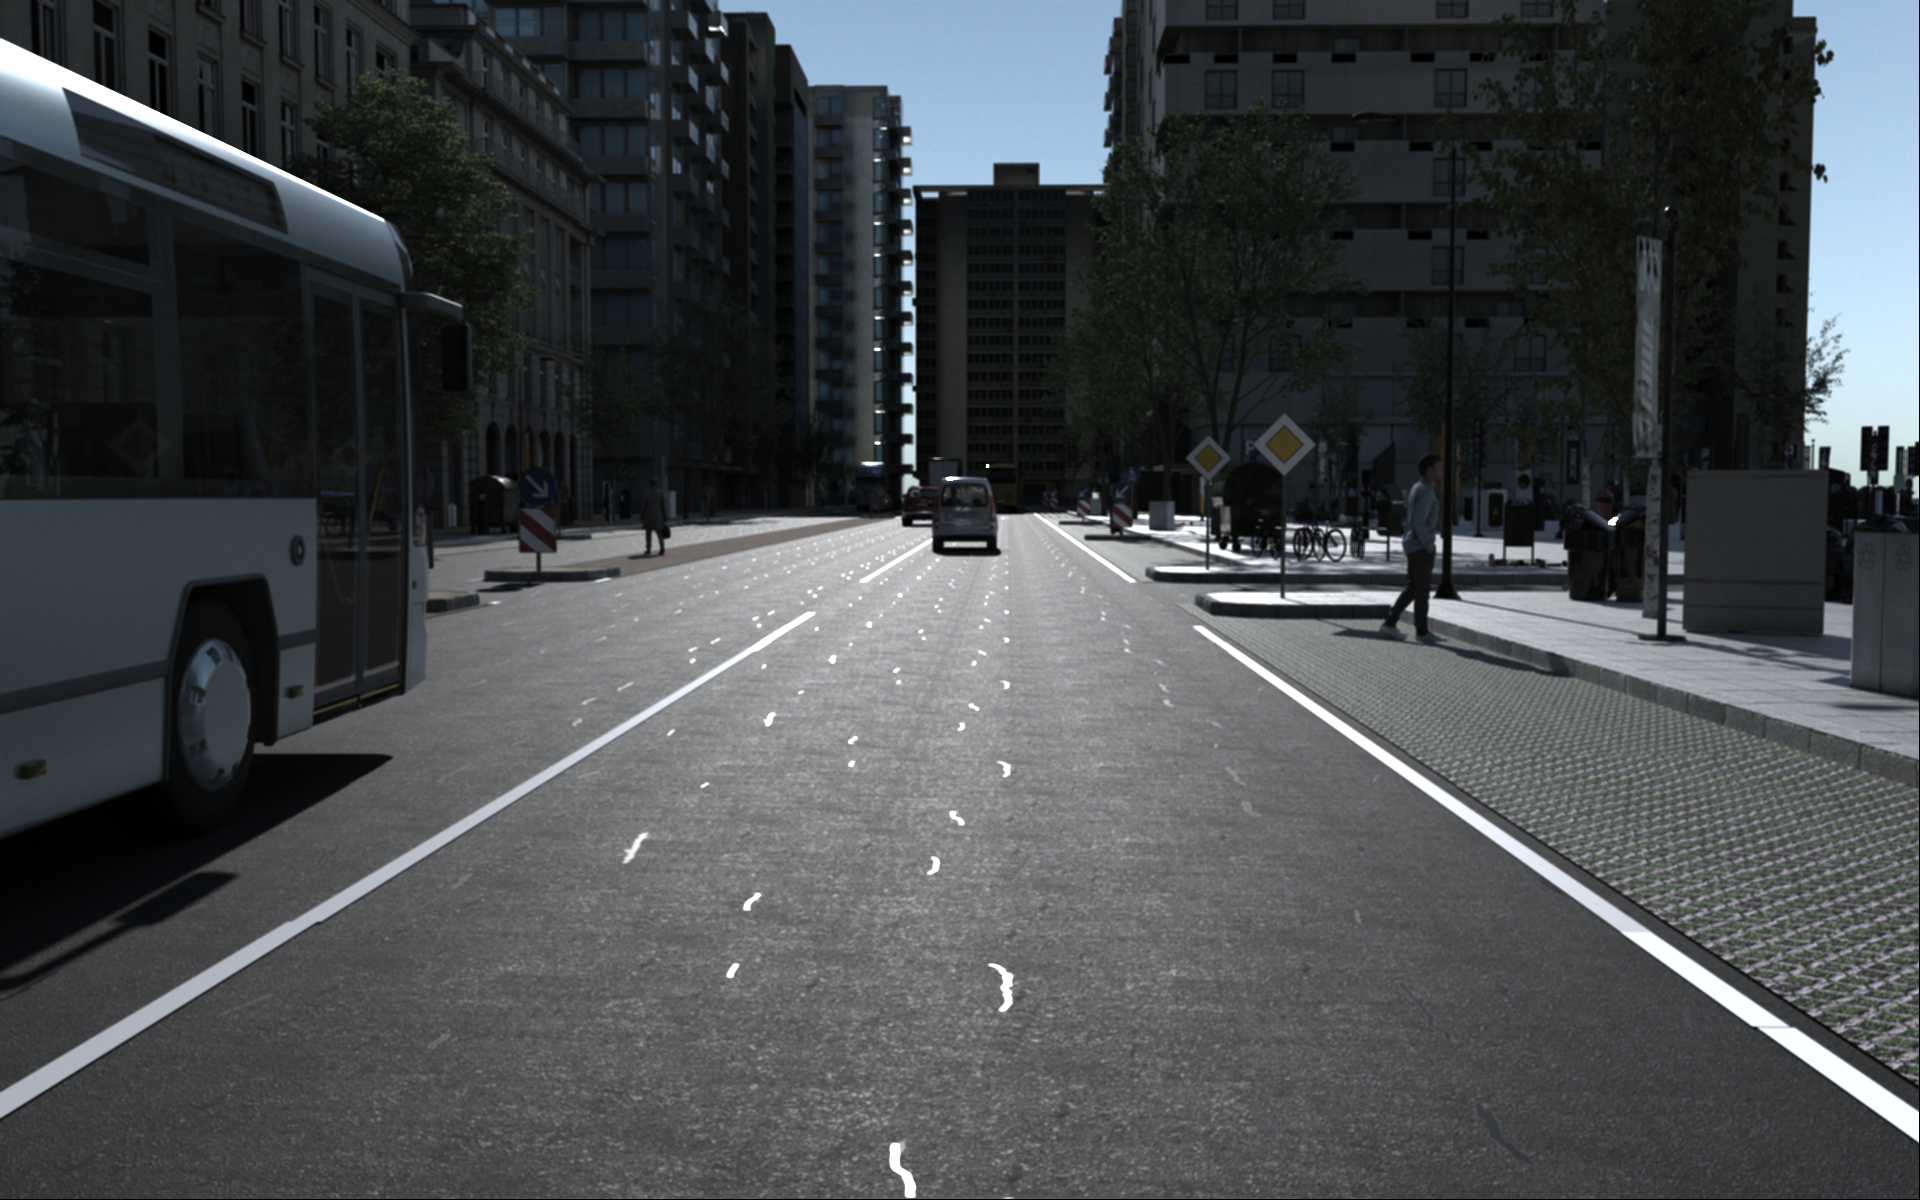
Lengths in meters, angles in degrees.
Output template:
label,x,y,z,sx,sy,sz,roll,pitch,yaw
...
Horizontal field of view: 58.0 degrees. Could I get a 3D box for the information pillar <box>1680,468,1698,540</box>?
label,x,y,z,sx,sy,sz,roll,pitch,yaw
information pillar,20.370,-2.686,48.402,0.304,2.012,0.304,-2,4,-30

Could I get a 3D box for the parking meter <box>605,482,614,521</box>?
label,x,y,z,sx,sy,sz,roll,pitch,yaw
parking meter,-16.465,-4.628,81.380,0.255,1.863,0.399,3,4,38

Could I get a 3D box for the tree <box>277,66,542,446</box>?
label,x,y,z,sx,sy,sz,roll,pitch,yaw
tree,-14.909,-7.858,46.608,7.486,12.596,7.792,0,3,0

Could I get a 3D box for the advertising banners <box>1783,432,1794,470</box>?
label,x,y,z,sx,sy,sz,roll,pitch,yaw
advertising banners,23.325,-3.195,48.433,0.090,3.025,2.074,1,4,9

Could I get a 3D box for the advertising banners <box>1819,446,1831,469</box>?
label,x,y,z,sx,sy,sz,roll,pitch,yaw
advertising banners,31.603,-4.184,64.590,0.090,3.025,2.074,-1,4,-18

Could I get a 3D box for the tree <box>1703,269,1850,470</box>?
label,x,y,z,sx,sy,sz,roll,pitch,yaw
tree,26.878,-6.538,57.258,4.360,8.622,3.978,0,3,0

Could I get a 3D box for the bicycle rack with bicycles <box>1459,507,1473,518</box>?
label,x,y,z,sx,sy,sz,roll,pitch,yaw
bicycle rack with bicycles,22.270,-4.242,82.742,2.852,0.926,2.925,-2,4,-30

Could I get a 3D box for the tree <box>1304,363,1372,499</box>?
label,x,y,z,sx,sy,sz,roll,pitch,yaw
tree,21.198,-8.989,97.325,4.737,8.622,4.395,0,3,0

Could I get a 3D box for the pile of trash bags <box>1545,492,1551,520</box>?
label,x,y,z,sx,sy,sz,roll,pitch,yaw
pile of trash bags,29.436,-4.631,85.461,1.912,1.369,3.447,0,4,7

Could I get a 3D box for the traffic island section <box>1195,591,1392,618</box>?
label,x,y,z,sx,sy,sz,roll,pitch,yaw
traffic island section,3.996,0.056,21.360,2.009,0.180,2.903,0,4,2

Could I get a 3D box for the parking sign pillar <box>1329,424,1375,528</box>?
label,x,y,z,sx,sy,sz,roll,pitch,yaw
parking sign pillar,14.760,-4.725,65.729,1.447,3.967,1.447,0,4,1

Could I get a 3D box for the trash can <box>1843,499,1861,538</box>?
label,x,y,z,sx,sy,sz,roll,pitch,yaw
trash can,25.762,-2.367,50.362,0.748,1.137,0.748,0,3,0

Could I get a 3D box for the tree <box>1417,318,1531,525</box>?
label,x,y,z,sx,sy,sz,roll,pitch,yaw
tree,21.226,-7.447,72.114,4.360,8.622,3.978,0,3,0

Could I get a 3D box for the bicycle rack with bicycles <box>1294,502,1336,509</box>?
label,x,y,z,sx,sy,sz,roll,pitch,yaw
bicycle rack with bicycles,15.067,-3.694,73.784,2.925,0.926,2.852,-3,5,-42

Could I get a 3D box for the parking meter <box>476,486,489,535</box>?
label,x,y,z,sx,sy,sz,roll,pitch,yaw
parking meter,-15.038,-2.824,54.577,0.372,1.533,0.369,0,3,0

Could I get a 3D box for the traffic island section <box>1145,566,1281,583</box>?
label,x,y,z,sx,sy,sz,roll,pitch,yaw
traffic island section,4.212,-0.432,29.342,2.009,0.180,2.903,0,4,2

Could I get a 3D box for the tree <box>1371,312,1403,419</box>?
label,x,y,z,sx,sy,sz,roll,pitch,yaw
tree,17.895,-6.972,64.360,4.737,8.622,4.395,0,3,0

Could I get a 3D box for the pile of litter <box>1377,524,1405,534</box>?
label,x,y,z,sx,sy,sz,roll,pitch,yaw
pile of litter,14.023,-2.544,55.552,1.719,0.858,1.176,-3,4,-39

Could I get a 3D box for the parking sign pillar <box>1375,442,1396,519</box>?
label,x,y,z,sx,sy,sz,roll,pitch,yaw
parking sign pillar,21.962,-6.207,89.960,1.447,3.967,1.447,-2,4,-28

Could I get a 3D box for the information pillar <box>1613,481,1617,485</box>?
label,x,y,z,sx,sy,sz,roll,pitch,yaw
information pillar,36.109,-5.582,95.749,0.304,2.012,0.304,3,4,38

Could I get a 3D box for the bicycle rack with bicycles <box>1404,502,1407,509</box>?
label,x,y,z,sx,sy,sz,roll,pitch,yaw
bicycle rack with bicycles,19.630,-3.856,76.431,2.925,0.926,2.852,-1,4,-14

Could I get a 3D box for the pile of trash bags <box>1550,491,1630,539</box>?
label,x,y,z,sx,sy,sz,roll,pitch,yaw
pile of trash bags,17.789,-2.360,48.333,1.912,1.369,3.447,1,4,11

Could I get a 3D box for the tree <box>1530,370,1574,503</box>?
label,x,y,z,sx,sy,sz,roll,pitch,yaw
tree,33.423,-9.208,100.909,4.360,8.622,3.978,0,3,0

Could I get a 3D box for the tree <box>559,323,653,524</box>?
label,x,y,z,sx,sy,sz,roll,pitch,yaw
tree,-15.088,-7.590,74.455,4.737,8.622,4.395,0,3,0

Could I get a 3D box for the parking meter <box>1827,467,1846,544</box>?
label,x,y,z,sx,sy,sz,roll,pitch,yaw
parking meter,19.035,-1.953,37.650,0.399,1.863,0.255,2,4,28

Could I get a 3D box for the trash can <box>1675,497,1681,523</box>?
label,x,y,z,sx,sy,sz,roll,pitch,yaw
trash can,31.916,-4.037,77.652,0.748,1.137,0.748,0,3,0

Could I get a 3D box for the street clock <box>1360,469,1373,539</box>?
label,x,y,z,sx,sy,sz,roll,pitch,yaw
street clock,11.555,-2.734,49.266,0.358,2.002,0.471,1,4,18

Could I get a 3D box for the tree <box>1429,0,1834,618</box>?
label,x,y,z,sx,sy,sz,roll,pitch,yaw
tree,7.163,-4.134,17.954,4.737,8.622,4.395,0,3,0

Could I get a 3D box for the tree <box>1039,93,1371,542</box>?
label,x,y,z,sx,sy,sz,roll,pitch,yaw
tree,7.037,-7.378,46.382,9.928,11.665,9.643,0,3,0

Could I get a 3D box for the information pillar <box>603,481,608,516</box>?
label,x,y,z,sx,sy,sz,roll,pitch,yaw
information pillar,-20.197,-5.784,99.054,0.304,2.012,0.304,-3,5,-43

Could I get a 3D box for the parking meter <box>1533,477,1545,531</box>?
label,x,y,z,sx,sy,sz,roll,pitch,yaw
parking meter,20.140,-3.335,60.234,0.399,1.863,0.255,-2,4,-35

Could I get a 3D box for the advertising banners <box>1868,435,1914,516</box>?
label,x,y,z,sx,sy,sz,roll,pitch,yaw
advertising banners,27.087,-3.320,50.465,0.090,3.025,2.074,0,4,-7

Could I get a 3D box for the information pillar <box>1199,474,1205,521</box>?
label,x,y,z,sx,sy,sz,roll,pitch,yaw
information pillar,11.405,-5.522,81.643,0.183,3.616,0.504,2,4,26

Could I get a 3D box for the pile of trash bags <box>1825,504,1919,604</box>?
label,x,y,z,sx,sy,sz,roll,pitch,yaw
pile of trash bags,11.877,-0.669,20.698,3.447,1.369,1.912,0,4,3

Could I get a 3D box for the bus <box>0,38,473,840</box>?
label,x,y,z,sx,sy,sz,roll,pitch,yaw
bus,-4.357,-0.585,4.417,2.948,3.499,13.247,0,3,0

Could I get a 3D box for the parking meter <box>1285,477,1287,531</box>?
label,x,y,z,sx,sy,sz,roll,pitch,yaw
parking meter,11.007,-3.287,59.453,0.399,1.863,0.255,1,4,12

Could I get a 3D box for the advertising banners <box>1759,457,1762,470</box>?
label,x,y,z,sx,sy,sz,roll,pitch,yaw
advertising banners,37.863,-5.230,81.698,0.090,3.025,2.074,1,4,18

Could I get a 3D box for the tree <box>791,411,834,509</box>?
label,x,y,z,sx,sy,sz,roll,pitch,yaw
tree,-12.881,-12.406,153.205,4.737,8.622,4.395,0,3,0

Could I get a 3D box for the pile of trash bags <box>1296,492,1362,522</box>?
label,x,y,z,sx,sy,sz,roll,pitch,yaw
pile of trash bags,17.258,-4.325,80.460,1.912,1.369,3.447,-3,4,-36

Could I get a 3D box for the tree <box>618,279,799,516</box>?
label,x,y,z,sx,sy,sz,roll,pitch,yaw
tree,-14.339,-11.556,99.306,12.009,13.543,11.850,0,3,0

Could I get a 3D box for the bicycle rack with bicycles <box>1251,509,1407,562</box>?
label,x,y,z,sx,sy,sz,roll,pitch,yaw
bicycle rack with bicycles,7.171,-1.260,33.978,2.852,0.926,2.925,0,4,-5

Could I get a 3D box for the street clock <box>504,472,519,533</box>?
label,x,y,z,sx,sy,sz,roll,pitch,yaw
street clock,-14.896,-3.244,57.608,0.471,2.002,0.358,-2,4,-32

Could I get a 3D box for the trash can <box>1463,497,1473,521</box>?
label,x,y,z,sx,sy,sz,roll,pitch,yaw
trash can,24.650,-4.398,83.567,0.748,1.137,0.748,0,3,0

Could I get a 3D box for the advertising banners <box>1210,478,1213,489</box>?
label,x,y,z,sx,sy,sz,roll,pitch,yaw
advertising banners,14.845,-6.329,99.662,0.090,3.025,2.074,3,5,42

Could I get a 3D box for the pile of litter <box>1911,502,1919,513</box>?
label,x,y,z,sx,sy,sz,roll,pitch,yaw
pile of litter,52.143,-4.908,94.217,1.176,0.858,1.719,1,4,11

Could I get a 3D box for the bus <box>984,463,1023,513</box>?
label,x,y,z,sx,sy,sz,roll,pitch,yaw
bus,3.349,-8.750,134.611,2.896,3.916,12.252,0,4,3
